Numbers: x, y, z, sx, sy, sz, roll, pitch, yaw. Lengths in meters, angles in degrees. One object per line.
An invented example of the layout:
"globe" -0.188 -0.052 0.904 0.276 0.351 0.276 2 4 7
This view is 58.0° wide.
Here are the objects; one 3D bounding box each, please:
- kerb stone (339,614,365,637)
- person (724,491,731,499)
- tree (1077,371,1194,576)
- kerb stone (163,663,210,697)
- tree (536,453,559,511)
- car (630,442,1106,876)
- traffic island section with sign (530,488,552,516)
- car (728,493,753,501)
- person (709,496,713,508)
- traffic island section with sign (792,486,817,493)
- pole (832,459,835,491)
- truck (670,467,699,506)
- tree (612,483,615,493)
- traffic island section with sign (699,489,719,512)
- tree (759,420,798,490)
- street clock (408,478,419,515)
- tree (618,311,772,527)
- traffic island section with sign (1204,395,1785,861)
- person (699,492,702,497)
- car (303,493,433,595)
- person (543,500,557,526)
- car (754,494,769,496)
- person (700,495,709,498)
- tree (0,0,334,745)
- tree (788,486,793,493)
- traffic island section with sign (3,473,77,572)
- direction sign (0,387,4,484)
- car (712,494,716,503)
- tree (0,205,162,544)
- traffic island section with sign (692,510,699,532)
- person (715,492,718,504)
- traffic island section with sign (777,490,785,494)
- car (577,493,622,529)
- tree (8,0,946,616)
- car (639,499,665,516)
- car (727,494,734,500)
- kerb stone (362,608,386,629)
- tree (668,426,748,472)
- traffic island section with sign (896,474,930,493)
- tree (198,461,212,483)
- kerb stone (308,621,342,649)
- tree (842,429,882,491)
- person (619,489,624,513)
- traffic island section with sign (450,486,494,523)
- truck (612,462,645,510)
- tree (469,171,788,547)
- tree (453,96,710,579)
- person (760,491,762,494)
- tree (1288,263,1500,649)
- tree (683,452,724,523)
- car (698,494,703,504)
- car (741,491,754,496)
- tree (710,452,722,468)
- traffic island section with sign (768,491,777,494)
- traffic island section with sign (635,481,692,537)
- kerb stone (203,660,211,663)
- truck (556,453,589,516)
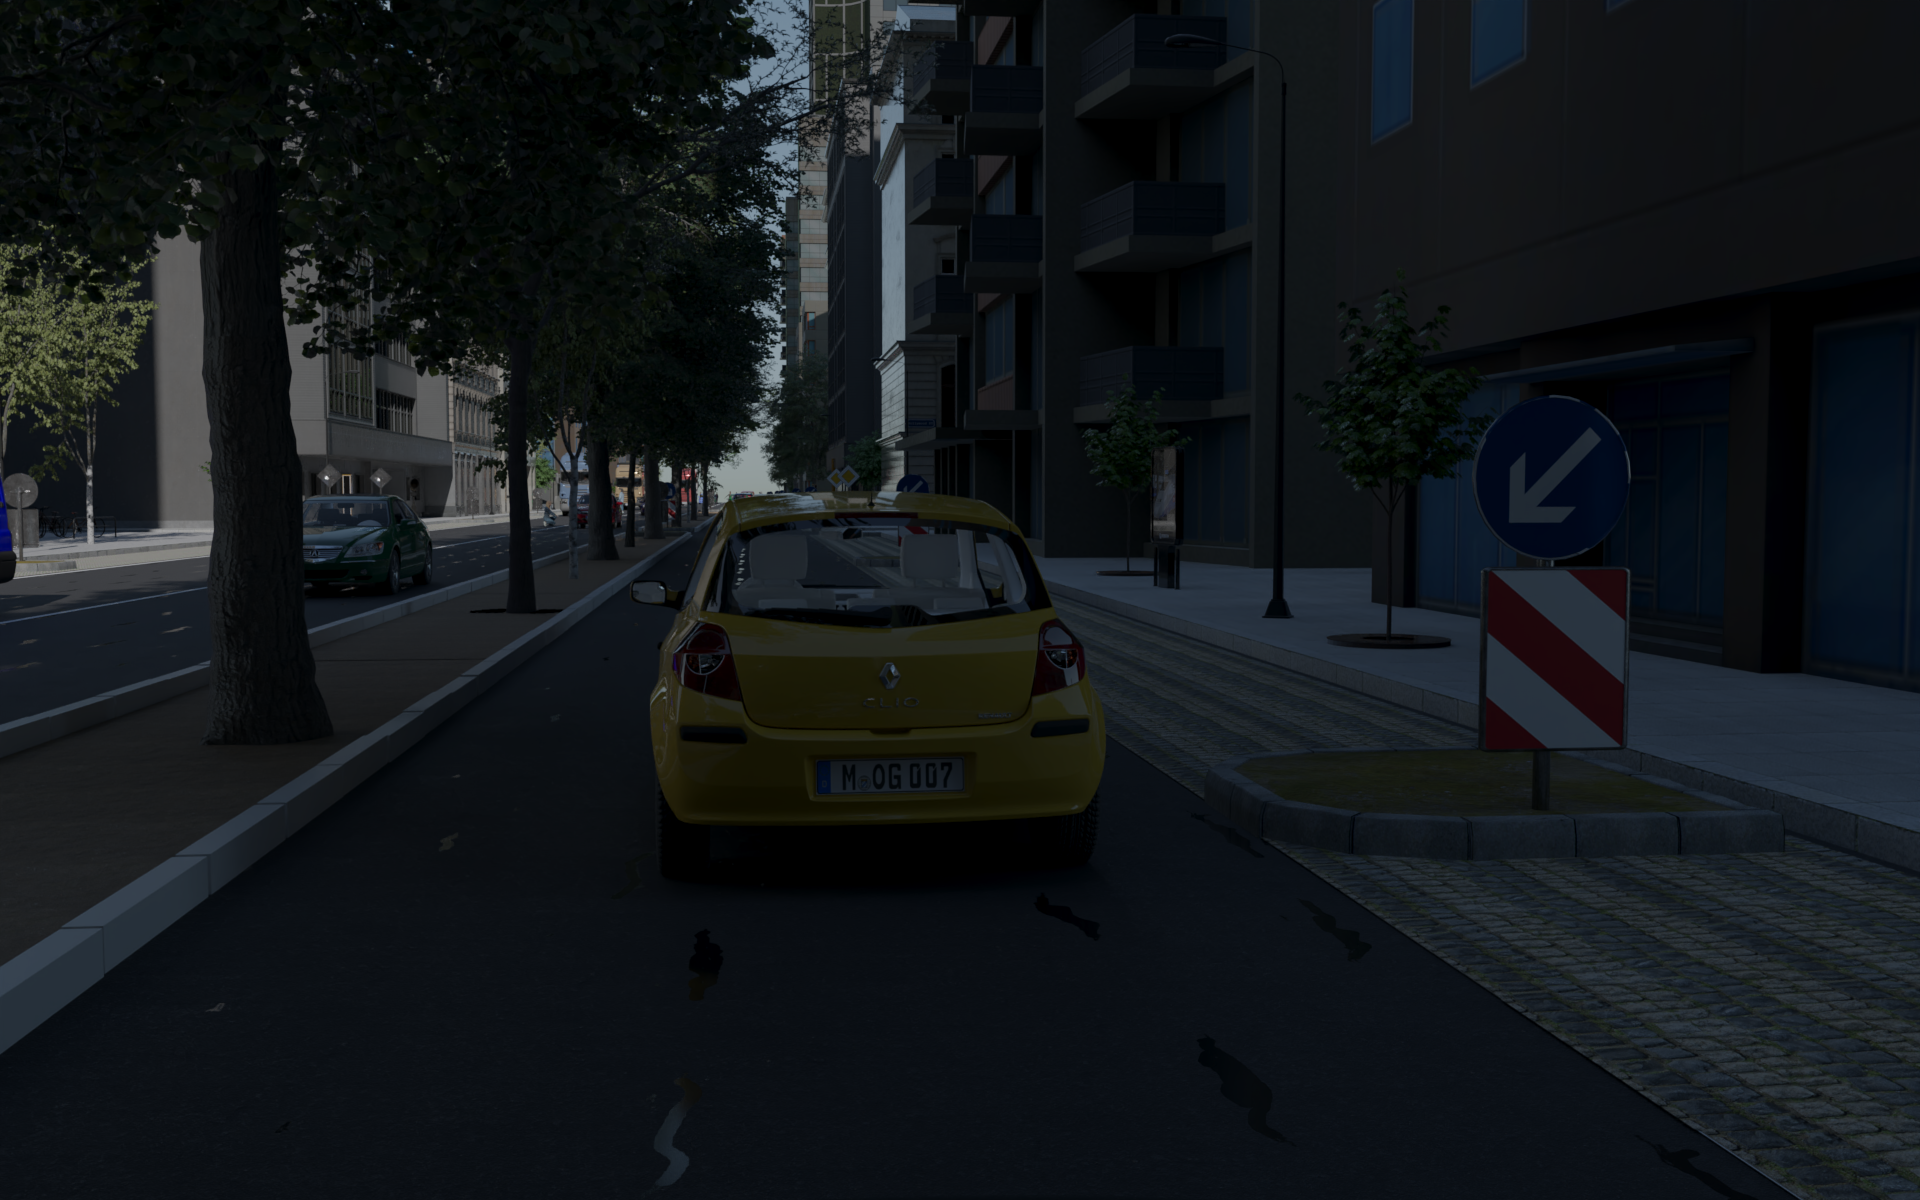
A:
"kerb stone" -6.249 0.280 17.617 0.120 0.150 1.000 0 4 -7
"person" -24.274 -10.614 182.754 1.217 1.735 0.721 1 4 12
"tree" 2.604 -2.012 27.491 1.663 3.219 1.824 0 3 0
"kerb stone" -5.632 0.599 12.536 0.120 0.150 1.000 0 4 -7
"tree" -32.352 -9.074 132.070 4.285 4.588 4.351 0 3 0
"car" -0.526 0.135 8.017 2.015 1.641 3.980 -1 4 -8
"traffic island section with sign" -27.737 -6.431 113.781 1.989 1.847 2.006 0 4 -7
"car" -13.869 -6.192 110.829 1.945 1.707 3.694 0 4 -8
"person" -25.912 -10.490 180.026 0.705 1.821 1.348 0 4 4
"traffic island section with sign" -7.853 -4.964 89.784 1.989 1.847 2.006 0 4 -7
"pole" -7.269 -6.468 99.596 0.158 3.312 0.155 0 3 0
"truck" -28.318 -11.606 178.663 2.839 4.237 11.283 0 4 -8
"tree" -42.670 -13.480 214.999 1.663 3.219 1.824 0 3 0
"traffic island section with sign" -20.251 -8.106 140.666 2.006 1.907 1.989 0 4 -7
"tree" -21.284 -18.847 225.155 9.611 12.733 9.660 0 3 0
"street clock" -25.225 -4.612 79.975 0.358 2.002 0.471 3 5 41
"tree" -11.643 -9.209 71.146 7.486 12.596 7.792 0 3 0
"traffic island section with sign" 2.175 0.057 7.700 1.989 1.847 2.006 0 4 -7
"person" -40.482 -15.938 269.602 0.721 1.766 1.217 0 4 -5
"car" -9.146 -0.871 26.044 2.131 1.459 4.920 0 4 -8
"person" -18.354 -3.905 77.845 0.738 1.151 1.012 0 4 -3
"car" -13.356 -6.536 117.089 2.015 1.641 3.980 0 4 -6
"person" -27.593 -10.896 187.373 1.217 1.736 0.721 -1 4 -8
"tree" -4.017 -6.145 9.591 9.857 13.997 8.962 0 3 0
"tree" -22.494 -14.576 232.924 1.663 3.219 1.824 0 3 0
"traffic island section with sign" -17.799 -1.457 32.446 1.989 1.847 2.006 0 4 -7
"direction sign" -20.105 -2.712 36.345 0.379 3.537 0.876 -2 4 -27
"car" -38.753 -15.788 269.923 2.131 1.459 4.920 0 4 -6
"tree" -22.551 -5.742 44.248 4.737 8.622 4.395 0 3 0
"traffic island section with sign" -11.125 -3.544 66.082 2.006 1.907 1.989 0 4 -7
"person" -35.601 -14.931 253.532 0.541 1.710 0.530 -2 4 -28
"traffic island section with sign" -11.136 -6.607 116.648 1.989 1.847 2.006 0 4 -7
"car" -15.302 -3.920 73.124 2.155 1.783 4.494 0 4 -6
"tree" -5.318 -6.588 20.541 12.009 13.543 11.850 0 3 0
"car" -20.649 -6.386 116.985 1.945 1.354 3.894 0 4 -8
"car" -17.152 -7.687 134.476 1.959 1.807 4.718 0 4 -6
"kerb stone" -6.372 0.221 18.632 0.120 0.150 1.000 0 4 -7
"tree" -20.101 -12.693 135.740 9.928 11.665 9.643 0 3 0
"traffic island section with sign" -1.120 -1.595 34.710 1.989 1.847 2.006 0 4 -7
"tree" -22.351 -3.607 53.582 1.663 3.219 1.824 0 3 0
"kerb stone" -6.124 0.342 16.599 0.120 0.150 1.000 0 4 -7
"tree" -4.197 -6.294 86.620 4.285 4.588 4.351 0 3 0
"person" -25.546 -7.464 130.795 0.793 1.790 0.793 -1 4 -19
"traffic island section with sign" -24.450 -4.786 86.874 1.989 1.847 2.006 0 4 -7
"truck" -29.300 -10.193 155.561 2.839 4.237 11.283 0 4 -5
"tree" -8.843 -6.663 45.815 8.767 10.594 7.601 0 4 -7
"tree" -6.555 -4.663 29.059 4.737 8.622 4.395 0 3 0
"person" -22.512 -11.400 195.615 0.721 1.736 1.217 3 5 42
"tree" 3.663 -1.222 14.581 1.663 3.219 1.824 0 3 0
"tree" -13.335 -8.076 84.860 4.360 8.622 3.978 0 3 0
"car" -36.319 -14.490 246.508 1.945 1.707 3.694 0 4 -7
"car" -24.695 -11.776 201.209 2.281 1.827 5.304 0 4 -8
"tree" -17.642 -10.146 118.710 4.737 8.622 4.395 0 3 0
"traffic island section with sign" -17.141 -9.612 165.790 1.989 1.847 2.006 0 4 -7
"traffic island section with sign" -10.236 -3.094 58.728 2.006 1.907 1.989 0 4 -7
"kerb stone" -5.744 0.529 13.551 0.120 0.150 1.000 0 4 -7
"truck" -25.280 -7.873 118.475 2.967 4.110 18.799 0 4 -7
